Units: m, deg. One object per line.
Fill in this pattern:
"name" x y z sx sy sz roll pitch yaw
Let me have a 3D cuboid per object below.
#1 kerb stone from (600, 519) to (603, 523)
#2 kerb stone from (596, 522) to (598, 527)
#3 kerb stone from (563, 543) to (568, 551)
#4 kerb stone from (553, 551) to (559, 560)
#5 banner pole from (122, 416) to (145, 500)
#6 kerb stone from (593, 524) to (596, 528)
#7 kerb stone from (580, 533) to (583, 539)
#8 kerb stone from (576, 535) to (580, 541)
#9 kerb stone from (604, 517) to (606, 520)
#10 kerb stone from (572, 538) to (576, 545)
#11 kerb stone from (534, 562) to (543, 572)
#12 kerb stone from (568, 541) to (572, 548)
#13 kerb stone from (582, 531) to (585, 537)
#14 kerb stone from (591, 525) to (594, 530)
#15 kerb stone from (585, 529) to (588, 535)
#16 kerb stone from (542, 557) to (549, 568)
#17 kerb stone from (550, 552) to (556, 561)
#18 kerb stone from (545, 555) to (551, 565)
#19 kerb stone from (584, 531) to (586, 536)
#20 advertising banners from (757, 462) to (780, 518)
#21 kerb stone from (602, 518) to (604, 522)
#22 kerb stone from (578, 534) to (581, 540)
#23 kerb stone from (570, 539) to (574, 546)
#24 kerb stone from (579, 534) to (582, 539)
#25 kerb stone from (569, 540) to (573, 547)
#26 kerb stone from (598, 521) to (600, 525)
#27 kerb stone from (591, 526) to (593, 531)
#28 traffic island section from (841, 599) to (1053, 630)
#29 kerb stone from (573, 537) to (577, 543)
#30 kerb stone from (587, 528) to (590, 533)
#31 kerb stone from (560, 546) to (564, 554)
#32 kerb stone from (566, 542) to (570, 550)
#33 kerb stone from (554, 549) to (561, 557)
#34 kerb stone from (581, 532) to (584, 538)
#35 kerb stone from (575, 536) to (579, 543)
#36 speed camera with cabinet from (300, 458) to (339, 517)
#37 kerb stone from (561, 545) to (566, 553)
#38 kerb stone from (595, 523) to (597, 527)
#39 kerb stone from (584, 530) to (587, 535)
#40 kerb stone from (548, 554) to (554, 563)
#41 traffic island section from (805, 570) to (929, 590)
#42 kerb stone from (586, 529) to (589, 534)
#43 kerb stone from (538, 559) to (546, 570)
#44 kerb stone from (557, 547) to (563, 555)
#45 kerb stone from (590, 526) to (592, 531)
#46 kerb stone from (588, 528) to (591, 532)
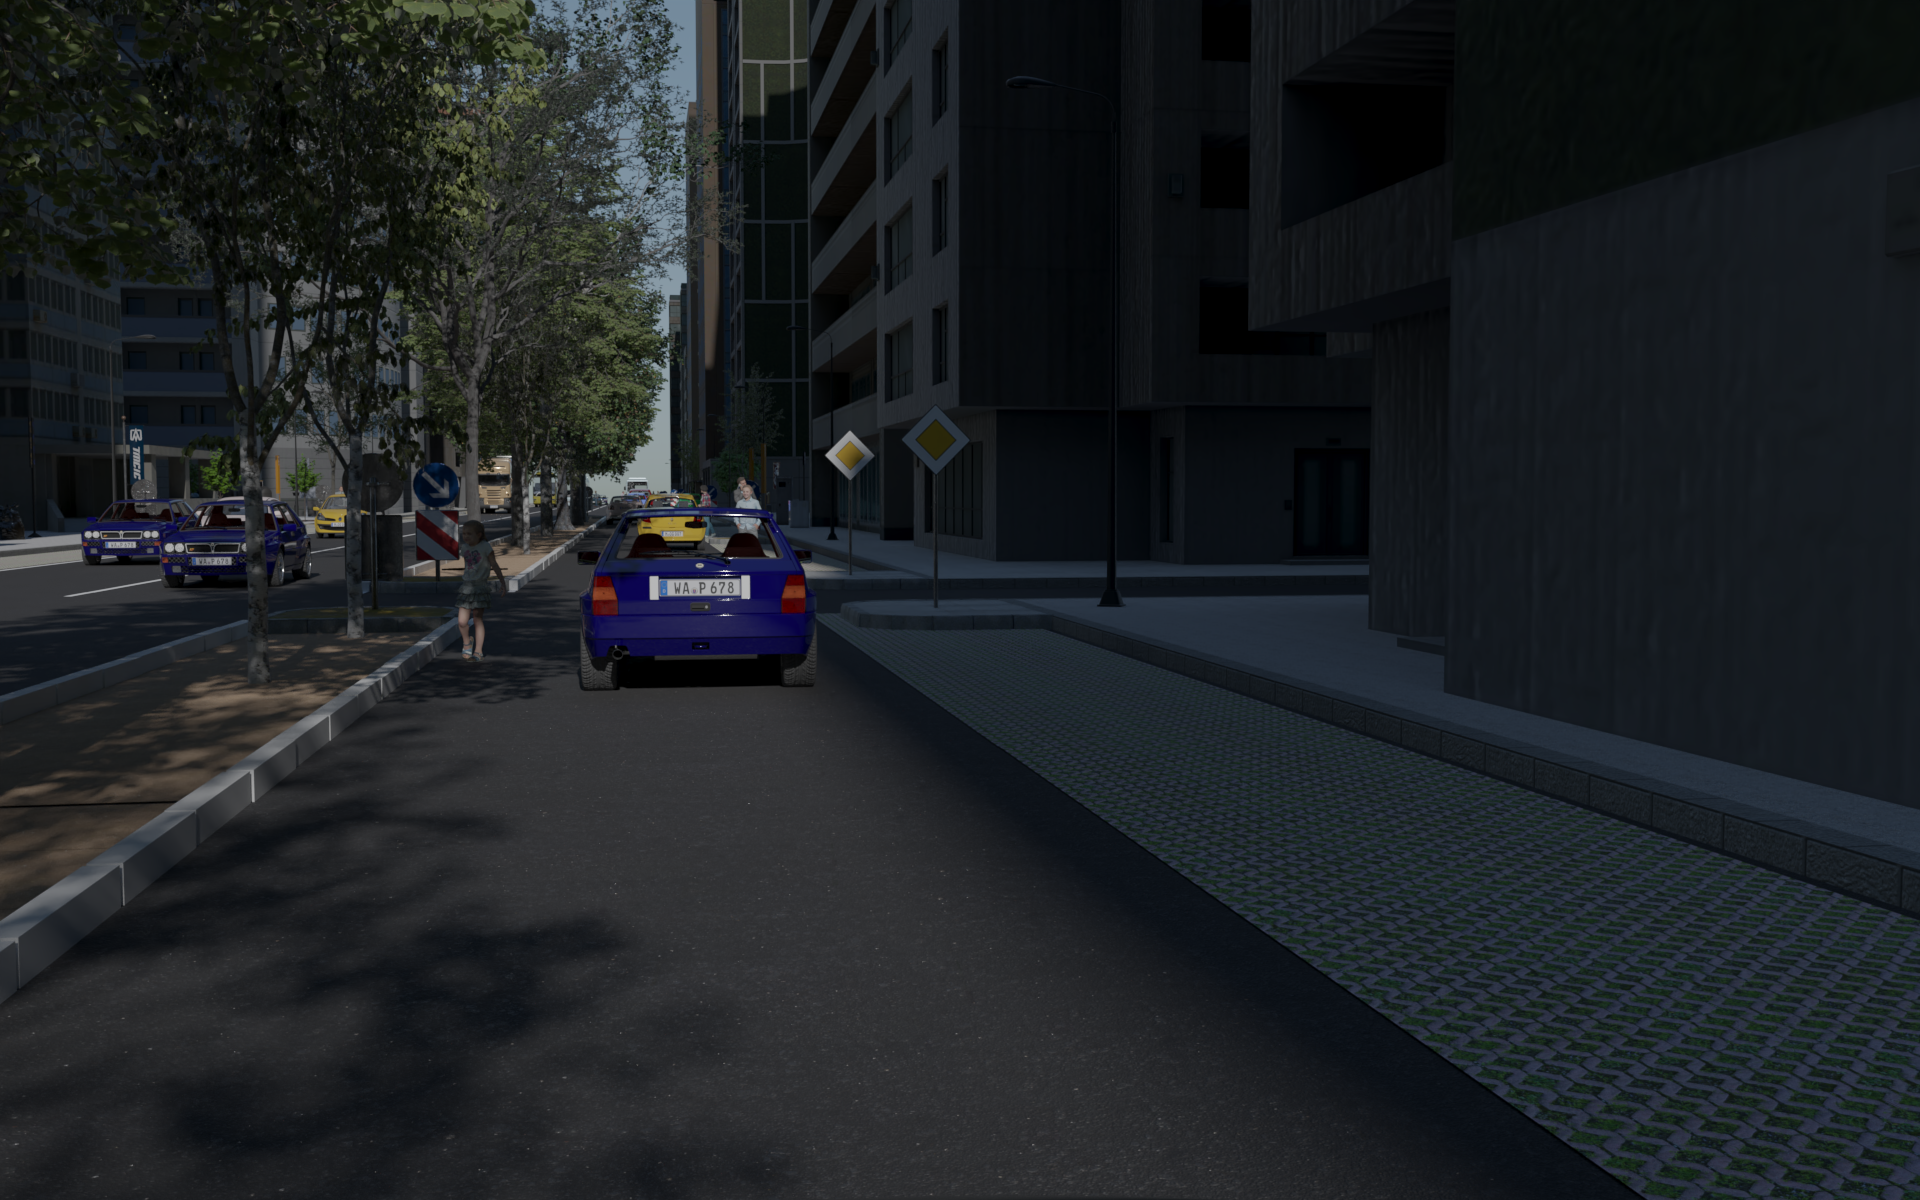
"kerb stone" -16.827 -3.573 80.607 0.120 0.150 1.000 -1 4 -10
"kerb stone" -15.331 -3.080 72.559 0.120 0.150 1.000 -1 4 -10
"kerb stone" -9.710 -1.230 42.314 0.120 0.150 1.000 -1 4 -10
"kerb stone" -8.778 -0.916 37.276 0.120 0.150 1.000 -1 4 -10
"banner pole" -26.536 -4.007 55.531 0.863 3.779 0.401 0 4 2
"kerb stone" -14.590 -2.833 68.517 0.120 0.150 1.000 -1 4 -10
"kerb stone" -11.782 -1.906 53.401 0.120 0.150 1.000 -1 4 -10
"kerb stone" -11.217 -1.724 50.375 0.120 0.150 1.000 -1 4 -10
"kerb stone" -18.141 -4.004 87.663 0.120 0.150 1.000 -1 4 -10
"kerb stone" -10.654 -1.534 47.352 0.120 0.150 1.000 -1 4 -10
"kerb stone" -7.658 -0.553 31.232 0.120 0.150 1.000 -1 4 -10
"kerb stone" -10.085 -1.353 44.323 0.120 0.150 1.000 -1 4 -10
"kerb stone" -12.149 -2.028 55.413 0.120 0.150 1.000 -1 4 -10
"kerb stone" -14.023 -2.647 65.500 0.120 0.150 1.000 -1 4 -10
"kerb stone" -12.711 -2.216 58.431 0.120 0.150 1.000 -1 4 -10
"kerb stone" -8.026 -0.676 33.252 0.120 0.150 1.000 -1 4 -10
"kerb stone" -8.594 -0.861 36.270 0.120 0.150 1.000 -1 4 -10
"kerb stone" -8.223 -0.738 34.258 0.120 0.150 1.000 -1 4 -10
"kerb stone" -12.333 -2.091 56.422 0.120 0.150 1.000 -1 4 -10
"advertising banners" -10.491 -5.966 93.725 0.090 3.025 2.074 3 5 43
"kerb stone" -17.393 -3.757 83.629 0.120 0.150 1.000 -1 4 -10
"kerb stone" -11.400 -1.784 51.381 0.120 0.150 1.000 -1 4 -10
"kerb stone" -10.465 -1.477 46.344 0.120 0.150 1.000 -1 4 -10
"kerb stone" -11.589 -1.847 52.392 0.120 0.150 1.000 -1 4 -10
"kerb stone" -10.273 -1.415 45.328 0.120 0.150 1.000 -1 4 -10
"kerb stone" -15.908 -3.263 75.579 0.120 0.150 1.000 -1 4 -10
"kerb stone" -13.832 -2.587 64.496 0.120 0.150 1.000 -1 4 -10
"traffic island section" -0.254 0.167 19.553 2.009 0.180 2.903 -1 4 -10
"kerb stone" -10.837 -1.600 48.357 0.120 0.150 1.000 -1 4 -10
"kerb stone" -13.084 -2.341 60.463 0.120 0.150 1.000 -1 4 -10
"kerb stone" -9.348 -1.107 40.295 0.120 0.150 1.000 -1 4 -10
"kerb stone" -9.906 -1.290 43.317 0.120 0.150 1.000 -1 4 -10
"kerb stone" -8.960 -0.984 38.281 0.120 0.150 1.000 -1 4 -10
"kerb stone" -11.968 -1.970 54.405 0.120 0.150 1.000 -1 4 -10
"kerb stone" -11.023 -1.662 49.365 0.120 0.150 1.000 -1 4 -10
"speed camera with cabinet" -35.657 -6.242 96.400 2.038 3.252 0.660 -3 5 -45
"kerb stone" -9.534 -1.163 41.301 0.120 0.150 1.000 -1 4 -10
"kerb stone" -14.959 -2.957 70.538 0.120 0.150 1.000 -1 4 -10
"kerb stone" -12.524 -2.154 57.426 0.120 0.150 1.000 -1 4 -10
"kerb stone" -8.405 -0.799 35.266 0.120 0.150 1.000 -1 4 -10
"traffic island section" -1.713 -0.313 27.404 2.009 0.180 2.903 -1 4 -10
"kerb stone" -12.902 -2.278 59.450 0.120 0.150 1.000 -1 4 -10
"kerb stone" -7.846 -0.614 32.237 0.120 0.150 1.000 -1 4 -10
"kerb stone" -9.153 -1.045 39.285 0.120 0.150 1.000 -1 4 -10
"kerb stone" -13.650 -2.520 63.490 0.120 0.150 1.000 -1 4 -10
"kerb stone" -13.280 -2.395 61.473 0.120 0.150 1.000 -1 4 -10
